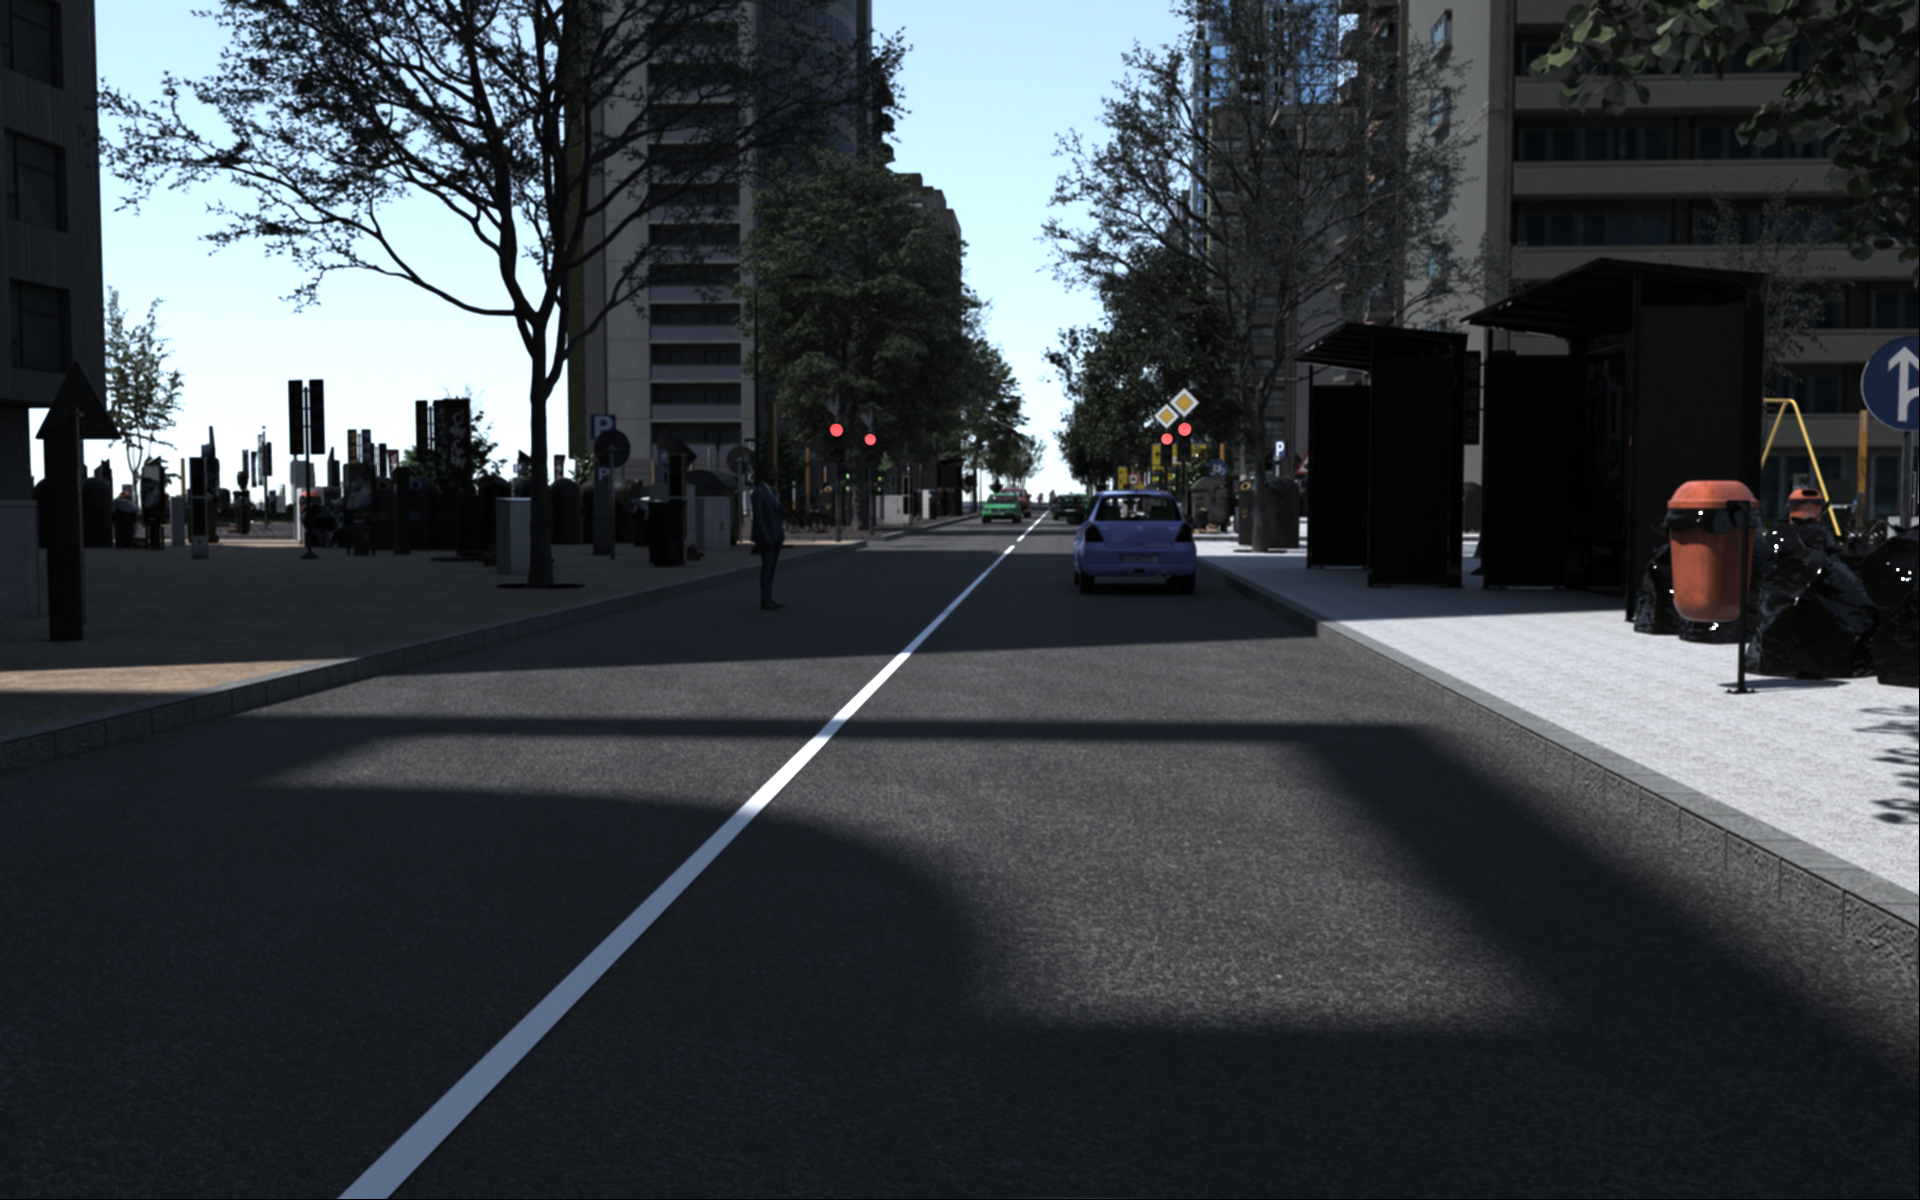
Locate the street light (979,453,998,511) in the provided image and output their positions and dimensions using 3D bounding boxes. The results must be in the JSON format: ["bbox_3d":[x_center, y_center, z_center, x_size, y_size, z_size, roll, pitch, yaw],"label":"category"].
[{"bbox_3d":[2.112,-9.715,131.381,1.470,5.913,1.316,0,4,3],"label":"street light"}]

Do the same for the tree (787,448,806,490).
[{"bbox_3d":[-12.173,-8.380,120.724,4.285,4.588,4.351,0,3,0],"label":"tree"}]

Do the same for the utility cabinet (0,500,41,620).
[{"bbox_3d":[-9.946,-0.394,17.603,1.020,1.237,0.306,-2,4,-31],"label":"utility cabinet"}]

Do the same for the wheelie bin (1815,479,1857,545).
[{"bbox_3d":[18.363,-1.754,36.586,0.980,1.594,0.693,0,4,6],"label":"wheelie bin"}]

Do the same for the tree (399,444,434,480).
[{"bbox_3d":[-31.896,-7.306,103.170,4.285,4.588,4.351,0,3,0],"label":"tree"}]

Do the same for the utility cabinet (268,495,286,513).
[{"bbox_3d":[-43.712,-6.098,110.869,1.020,1.237,0.306,-1,4,-12],"label":"utility cabinet"}]

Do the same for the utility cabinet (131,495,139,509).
[{"bbox_3d":[-59.598,-6.951,124.812,0.306,1.237,1.020,0,4,4],"label":"utility cabinet"}]

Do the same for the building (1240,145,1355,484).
[{"bbox_3d":[30.854,-22.994,147.659,14.160,30.474,14.107,0,4,3],"label":"building"}]

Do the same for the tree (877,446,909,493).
[{"bbox_3d":[-4.092,-8.048,115.297,4.285,4.588,4.351,0,3,0],"label":"tree"}]

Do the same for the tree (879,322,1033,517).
[{"bbox_3d":[-1.611,-10.606,99.166,9.928,11.665,9.643,0,3,0],"label":"tree"}]

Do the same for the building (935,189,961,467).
[{"bbox_3d":[-11.033,-40.022,278.064,21.300,48.544,21.600,0,4,3],"label":"building"}]

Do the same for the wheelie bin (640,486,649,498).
[{"bbox_3d":[-12.557,-3.734,68.959,0.980,1.594,0.693,-1,4,-16],"label":"wheelie bin"}]

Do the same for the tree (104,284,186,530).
[{"bbox_3d":[-28.981,-6.743,60.607,4.737,8.622,4.395,0,3,0],"label":"tree"}]

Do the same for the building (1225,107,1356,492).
[{"bbox_3d":[41.369,-28.984,165.775,32.217,40.220,23.993,0,4,3],"label":"building"}]

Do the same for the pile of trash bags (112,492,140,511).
[{"bbox_3d":[-61.305,-7.245,128.212,3.447,1.369,1.912,-3,5,-43],"label":"pile of trash bags"}]

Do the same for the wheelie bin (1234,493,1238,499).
[{"bbox_3d":[15.457,-5.354,95.438,0.693,1.594,0.980,1,4,9],"label":"wheelie bin"}]

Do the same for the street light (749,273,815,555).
[{"bbox_3d":[-3.752,-3.915,36.552,1.470,5.913,1.316,0,4,3],"label":"street light"}]

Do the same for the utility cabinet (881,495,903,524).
[{"bbox_3d":[-2.761,-3.884,74.661,1.020,1.237,0.306,2,4,24],"label":"utility cabinet"}]

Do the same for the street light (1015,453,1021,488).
[{"bbox_3d":[6.016,-13.711,196.710,1.470,5.913,1.316,0,4,3],"label":"street light"}]

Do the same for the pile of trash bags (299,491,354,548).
[{"bbox_3d":[-15.374,-2.017,42.737,3.447,1.369,1.912,3,5,43],"label":"pile of trash bags"}]

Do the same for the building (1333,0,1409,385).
[{"bbox_3d":[35.514,-27.731,108.032,22.147,44.769,28.867,0,4,3],"label":"building"}]

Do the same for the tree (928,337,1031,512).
[{"bbox_3d":[1.489,-12.698,125.731,7.486,12.596,7.792,0,3,0],"label":"tree"}]

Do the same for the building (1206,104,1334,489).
[{"bbox_3d":[33.275,-30.684,185.272,14.154,41.232,14.086,0,4,3],"label":"building"}]

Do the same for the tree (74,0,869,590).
[{"bbox_3d":[-5.735,-6.918,23.473,12.009,13.543,11.850,0,3,0],"label":"tree"}]

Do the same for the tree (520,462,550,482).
[{"bbox_3d":[-22.338,-5.888,90.873,1.663,3.219,1.824,0,3,0],"label":"tree"}]

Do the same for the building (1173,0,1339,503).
[{"bbox_3d":[40.448,-56.664,239.129,22.319,86.520,31.000,0,4,3],"label":"building"}]

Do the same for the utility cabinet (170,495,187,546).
[{"bbox_3d":[-19.543,-1.964,43.270,0.306,1.237,1.020,-2,4,-27],"label":"utility cabinet"}]

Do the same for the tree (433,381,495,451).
[{"bbox_3d":[-32.414,-9.927,112.664,4.360,8.622,3.978,0,3,0],"label":"tree"}]

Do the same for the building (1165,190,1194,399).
[{"bbox_3d":[43.235,-39.837,270.941,23.786,49.044,30.456,0,4,3],"label":"building"}]

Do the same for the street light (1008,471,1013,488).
[{"bbox_3d":[4.057,-11.715,164.087,1.470,5.913,1.316,0,4,3],"label":"street light"}]

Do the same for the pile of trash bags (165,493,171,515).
[{"bbox_3d":[-47.051,-5.666,102.387,1.912,1.369,3.447,-2,4,-29],"label":"pile of trash bags"}]

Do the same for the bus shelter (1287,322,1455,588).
[{"bbox_3d":[6.302,-2.168,26.732,1.731,3.624,6.357,0,4,3],"label":"bus shelter"}]

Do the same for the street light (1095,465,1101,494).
[{"bbox_3d":[11.450,-10.221,139.651,1.470,5.913,1.316,0,4,3],"label":"street light"}]

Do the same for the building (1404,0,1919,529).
[{"bbox_3d":[29.986,-27.373,71.247,21.600,48.544,21.300,0,4,3],"label":"building"}]

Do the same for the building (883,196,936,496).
[{"bbox_3d":[-10.725,-33.506,231.416,14.154,41.232,14.086,0,4,3],"label":"building"}]

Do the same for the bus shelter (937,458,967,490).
[{"bbox_3d":[-0.551,-7.605,115.617,1.731,3.624,6.357,0,4,4],"label":"bus shelter"}]

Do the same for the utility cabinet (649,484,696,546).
[{"bbox_3d":[-6.397,-1.829,38.583,1.173,1.500,0.318,3,4,37],"label":"utility cabinet"}]

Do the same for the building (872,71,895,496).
[{"bbox_3d":[-18.198,-31.749,173.721,22.147,44.769,28.867,0,4,3],"label":"building"}]

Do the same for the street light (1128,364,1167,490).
[{"bbox_3d":[6.832,-5.479,62.126,1.470,5.913,1.316,0,4,3],"label":"street light"}]

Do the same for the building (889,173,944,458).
[{"bbox_3d":[-10.148,-36.409,245.399,14.600,45.320,14.200,0,4,3],"label":"building"}]

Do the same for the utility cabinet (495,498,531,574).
[{"bbox_3d":[-7.124,-1.043,28.217,0.306,1.237,1.020,1,4,23],"label":"utility cabinet"}]

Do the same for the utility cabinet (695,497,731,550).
[{"bbox_3d":[-5.690,-1.755,39.851,0.306,1.237,1.020,2,4,29],"label":"utility cabinet"}]

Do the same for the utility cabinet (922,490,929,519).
[{"bbox_3d":[-1.561,-4.908,88.929,0.318,1.500,1.173,-1,4,-23],"label":"utility cabinet"}]

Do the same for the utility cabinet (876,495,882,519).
[{"bbox_3d":[-4.206,-4.853,90.511,0.306,1.237,1.020,0,4,8],"label":"utility cabinet"}]

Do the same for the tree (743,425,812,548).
[{"bbox_3d":[-4.383,-2.878,41.654,1.663,3.219,1.824,0,3,0],"label":"tree"}]

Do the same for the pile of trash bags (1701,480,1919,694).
[{"bbox_3d":[6.237,-0.132,11.916,3.447,1.369,1.912,-2,4,-24],"label":"pile of trash bags"}]

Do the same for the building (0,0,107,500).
[{"bbox_3d":[-23.027,-15.666,27.842,14.107,30.474,14.160,0,4,3],"label":"building"}]

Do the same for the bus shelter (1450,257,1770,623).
[{"bbox_3d":[7.387,-1.773,20.271,1.731,3.624,6.357,0,4,3],"label":"bus shelter"}]

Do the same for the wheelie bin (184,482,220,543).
[{"bbox_3d":[-19.707,-2.269,45.008,0.980,1.594,0.693,2,4,32],"label":"wheelie bin"}]

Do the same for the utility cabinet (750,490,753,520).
[{"bbox_3d":[-9.632,-4.604,83.951,0.318,1.500,1.173,3,5,40],"label":"utility cabinet"}]

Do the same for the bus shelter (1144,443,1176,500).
[{"bbox_3d":[12.267,-7.689,103.345,2.179,5.291,8.768,0,4,3],"label":"bus shelter"}]

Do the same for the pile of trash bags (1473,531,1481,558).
[{"bbox_3d":[12.160,-1.558,35.230,3.447,1.369,1.912,-3,4,-36],"label":"pile of trash bags"}]

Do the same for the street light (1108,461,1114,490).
[{"bbox_3d":[8.806,-7.547,95.935,1.470,5.913,1.316,0,4,3],"label":"street light"}]

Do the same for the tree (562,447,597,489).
[{"bbox_3d":[-15.324,-4.696,71.377,1.663,3.219,1.824,0,3,0],"label":"tree"}]

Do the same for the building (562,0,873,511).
[{"bbox_3d":[-19.304,-36.869,144.811,21.231,58.520,28.212,0,4,3],"label":"building"}]
